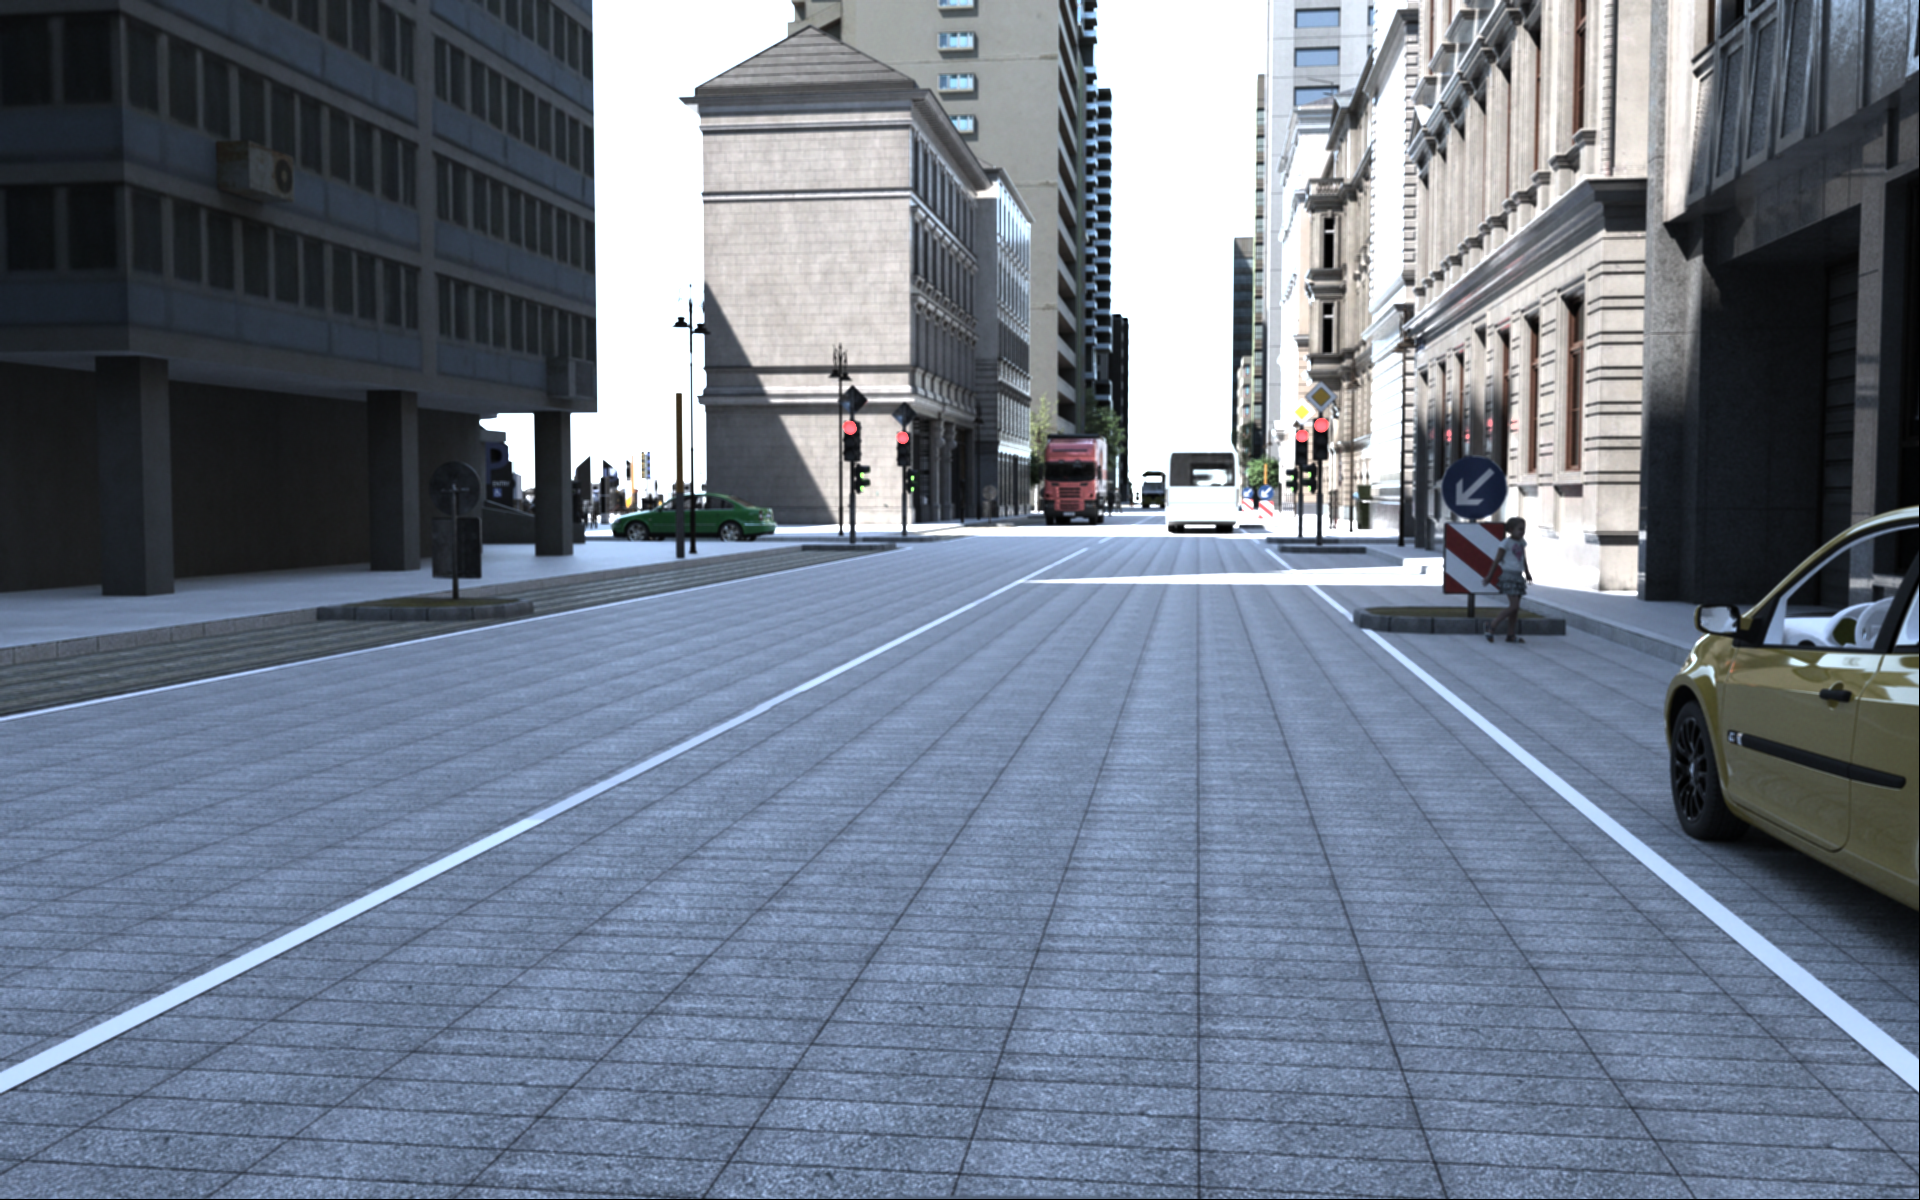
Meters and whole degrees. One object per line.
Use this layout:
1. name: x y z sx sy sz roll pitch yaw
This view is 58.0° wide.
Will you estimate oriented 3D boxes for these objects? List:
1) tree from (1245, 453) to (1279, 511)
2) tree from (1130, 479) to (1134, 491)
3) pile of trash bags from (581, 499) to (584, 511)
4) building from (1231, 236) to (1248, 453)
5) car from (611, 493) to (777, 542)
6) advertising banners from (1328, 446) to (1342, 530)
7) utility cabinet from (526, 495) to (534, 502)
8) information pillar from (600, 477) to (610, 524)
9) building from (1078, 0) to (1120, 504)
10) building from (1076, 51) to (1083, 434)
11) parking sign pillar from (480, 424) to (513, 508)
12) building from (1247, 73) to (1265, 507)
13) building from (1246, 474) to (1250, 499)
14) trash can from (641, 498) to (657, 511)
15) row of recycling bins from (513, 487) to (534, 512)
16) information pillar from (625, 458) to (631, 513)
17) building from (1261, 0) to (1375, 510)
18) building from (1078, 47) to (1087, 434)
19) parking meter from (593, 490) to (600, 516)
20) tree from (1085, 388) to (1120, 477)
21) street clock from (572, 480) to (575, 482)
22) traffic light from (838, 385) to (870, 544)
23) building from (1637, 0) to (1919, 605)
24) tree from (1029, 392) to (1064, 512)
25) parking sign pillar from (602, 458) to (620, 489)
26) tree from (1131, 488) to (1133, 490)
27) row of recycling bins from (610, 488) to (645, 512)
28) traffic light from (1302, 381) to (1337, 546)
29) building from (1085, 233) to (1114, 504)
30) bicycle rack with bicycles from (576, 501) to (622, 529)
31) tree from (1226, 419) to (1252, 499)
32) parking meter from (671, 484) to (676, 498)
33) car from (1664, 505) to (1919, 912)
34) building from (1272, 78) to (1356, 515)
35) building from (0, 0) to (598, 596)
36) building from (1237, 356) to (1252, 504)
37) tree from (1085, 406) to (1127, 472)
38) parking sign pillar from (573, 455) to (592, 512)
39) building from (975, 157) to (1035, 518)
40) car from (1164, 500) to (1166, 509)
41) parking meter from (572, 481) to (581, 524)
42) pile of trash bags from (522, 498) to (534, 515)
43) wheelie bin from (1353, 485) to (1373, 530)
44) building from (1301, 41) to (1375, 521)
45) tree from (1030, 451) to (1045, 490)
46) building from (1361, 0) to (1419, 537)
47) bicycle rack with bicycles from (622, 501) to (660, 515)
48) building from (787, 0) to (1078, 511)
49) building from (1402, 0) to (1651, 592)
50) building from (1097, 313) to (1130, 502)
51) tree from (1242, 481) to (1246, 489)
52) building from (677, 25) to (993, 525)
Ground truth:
1. tree: 23.887 -9.269 135.262 4.285 4.588 4.351 0 3 0
2. tree: 26.745 -18.275 282.505 4.285 4.588 4.351 0 3 0
3. pile of trash bags: -22.057 -5.339 97.047 1.912 1.369 3.447 -1 4 -17
4. building: 50.174 -36.157 274.768 14.154 41.232 14.086 0 4 8
5. car: -7.647 -2.495 49.592 4.718 1.807 1.959 1 4 8
6. advertising banners: 13.669 -4.085 62.973 0.090 3.025 2.074 2 4 24
7. utility cabinet: -22.540 -4.941 91.949 0.306 1.237 1.020 3 4 37
8. information pillar: -15.210 -4.261 74.163 0.304 2.012 0.304 1 4 17
9. building: 12.205 -57.276 249.129 22.319 86.520 31.000 0 4 8
10. building: 3.513 -28.905 156.185 14.154 41.232 14.086 0 4 8
11. parking sign pillar: -17.429 -4.672 64.853 1.447 3.967 1.447 -3 5 -42
12. building: 35.996 -29.810 170.982 14.154 41.232 14.086 0 4 8
13. building: 41.972 -45.834 187.643 20.563 71.187 20.611 0 4 8
14. trash can: -12.779 -3.640 71.161 0.748 1.137 0.748 0 3 0
15. row of recycling bins: -26.643 -5.843 102.640 3.534 1.692 1.069 -3 4 -39
16. information pillar: -21.337 -7.363 111.747 0.504 3.616 0.183 0 4 1
17. building: 36.824 -37.128 149.035 21.231 58.520 28.212 0 4 8
18. building: 4.982 -31.804 170.108 14.600 45.320 14.200 0 4 8
19. parking meter: -21.474 -5.742 102.286 0.372 1.533 0.369 0 3 0
20. tree: 13.087 -16.244 183.714 7.486 12.596 7.792 0 3 0
21. street clock: -23.949 -6.341 108.242 0.471 2.002 0.358 -1 4 -12
22. traffic light: -2.759 -3.411 44.690 0.839 4.253 0.868 0 4 8
23. building: 12.866 -11.726 9.741 12.078 24.808 19.932 0 4 8
24. tree: 5.525 -10.698 125.268 4.737 8.622 4.395 0 3 0
25. parking sign pillar: -26.355 -8.706 130.820 1.447 3.967 1.447 -3 5 -43
26. tree: 27.876 -17.839 286.272 1.663 3.219 1.824 0 3 0
27. row of recycling bins: -23.318 -7.042 122.250 3.534 1.692 1.069 -3 5 -40
28. traffic light: 8.945 -3.314 43.106 0.839 4.253 0.868 0 4 8
29. building: 3.516 -32.547 224.029 32.217 40.220 23.993 0 4 8
30. bicycle rack with bicycles: -14.560 -3.157 65.000 2.852 0.926 2.925 0 4 4
31. tree: 34.550 -16.808 209.226 7.601 10.594 8.767 1 4 8
32. parking meter: -16.250 -5.696 98.840 0.399 1.863 0.255 0 4 -3
33. car: 3.745 0.261 5.949 2.015 1.641 3.980 0 4 6
34. building: 27.980 -20.075 114.136 13.634 28.700 20.117 0 4 8
35. building: -20.055 -20.755 31.228 23.993 40.220 32.217 0 4 8
36. building: 51.033 -23.510 229.428 27.650 21.520 28.899 0 4 8
37. tree: 16.061 -16.982 203.405 9.928 11.665 9.643 0 3 0
38. parking sign pillar: -25.740 -7.927 118.081 1.447 3.967 1.447 2 4 35
39. building: -1.334 -15.451 101.782 9.793 20.994 18.267 0 4 8
40. car: 14.739 -6.408 116.770 2.014 1.417 4.499 0 4 7
41. parking meter: -16.554 -4.223 74.752 0.255 1.863 0.399 1 4 19
42. pile of trash bags: -21.933 -4.722 86.955 1.912 1.369 3.447 1 4 18
43. wheelie bin: 14.481 -3.303 61.908 0.980 1.594 0.693 0 4 -1
44. building: 24.556 -16.349 86.394 14.460 24.649 34.723 0 4 8
45. tree: 4.136 -8.012 114.711 4.285 4.588 4.351 0 3 0
46. building: 22.827 -13.769 54.008 19.941 23.489 11.050 0 4 8
47. bicycle rack with bicycles: -16.280 -4.342 84.380 2.925 0.926 2.852 0 4 -8
48. building: -1.971 -31.501 138.736 21.300 48.544 21.600 0 4 8
49. building: 14.639 -11.921 31.071 11.583 22.565 21.152 0 4 8
50. building: 19.350 -30.656 272.930 14.160 30.474 14.107 0 4 8
51. tree: 35.844 -13.475 214.909 1.663 3.219 1.824 0 3 0
52. building: -6.204 -13.575 72.861 10.553 20.767 40.483 0 4 8
